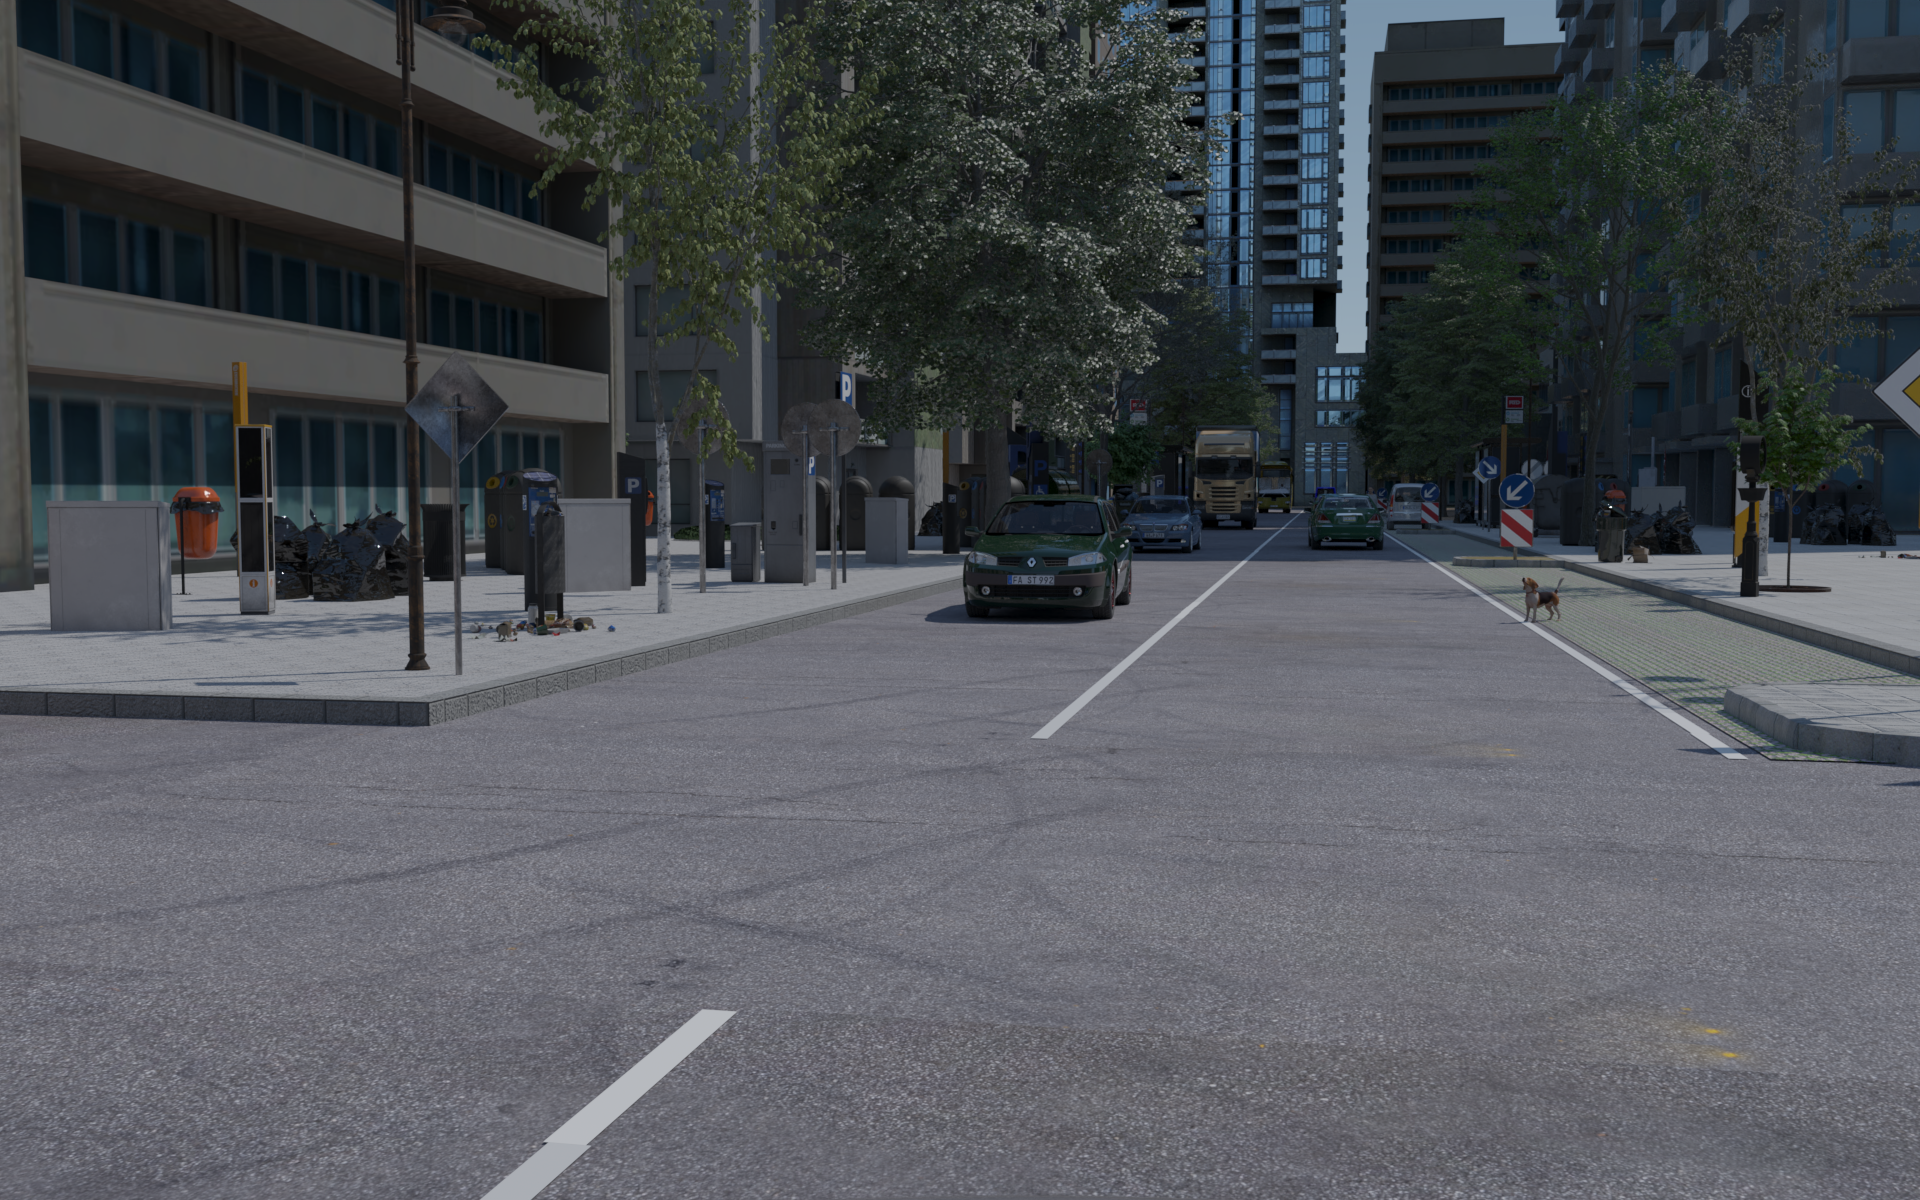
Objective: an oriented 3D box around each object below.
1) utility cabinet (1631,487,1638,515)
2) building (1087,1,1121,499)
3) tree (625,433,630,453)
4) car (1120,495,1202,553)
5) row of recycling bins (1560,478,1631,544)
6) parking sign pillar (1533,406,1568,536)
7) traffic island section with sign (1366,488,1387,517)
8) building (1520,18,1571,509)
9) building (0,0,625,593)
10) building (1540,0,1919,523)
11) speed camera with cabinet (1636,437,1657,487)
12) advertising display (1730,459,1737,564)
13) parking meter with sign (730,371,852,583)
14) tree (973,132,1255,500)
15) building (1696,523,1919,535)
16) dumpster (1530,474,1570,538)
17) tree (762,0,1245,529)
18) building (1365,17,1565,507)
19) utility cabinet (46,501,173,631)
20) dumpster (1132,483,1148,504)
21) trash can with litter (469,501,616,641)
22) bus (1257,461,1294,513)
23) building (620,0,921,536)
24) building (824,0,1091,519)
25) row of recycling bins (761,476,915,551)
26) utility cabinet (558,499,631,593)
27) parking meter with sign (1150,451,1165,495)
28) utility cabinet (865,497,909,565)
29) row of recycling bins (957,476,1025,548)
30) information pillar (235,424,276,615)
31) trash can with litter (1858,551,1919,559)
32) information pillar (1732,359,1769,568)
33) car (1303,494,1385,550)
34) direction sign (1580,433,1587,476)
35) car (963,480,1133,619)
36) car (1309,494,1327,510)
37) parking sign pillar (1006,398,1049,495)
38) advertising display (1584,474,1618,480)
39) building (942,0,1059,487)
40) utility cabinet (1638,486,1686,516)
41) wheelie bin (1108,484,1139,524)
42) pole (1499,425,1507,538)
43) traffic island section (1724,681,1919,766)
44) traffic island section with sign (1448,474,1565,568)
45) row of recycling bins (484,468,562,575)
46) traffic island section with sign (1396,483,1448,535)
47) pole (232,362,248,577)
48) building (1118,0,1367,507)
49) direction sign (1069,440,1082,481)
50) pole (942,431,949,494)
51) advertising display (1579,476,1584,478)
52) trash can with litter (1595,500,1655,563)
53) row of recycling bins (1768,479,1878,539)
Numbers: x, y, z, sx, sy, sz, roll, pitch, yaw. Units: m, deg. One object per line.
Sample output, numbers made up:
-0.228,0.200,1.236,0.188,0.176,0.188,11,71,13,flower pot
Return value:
22.043,-2.846,55.213,1.173,1.500,0.318,3,4,36,utility cabinet
3.662,-28.948,123.415,14.600,45.320,14.200,1,4,12,building
-9.696,-3.269,48.048,1.663,3.219,1.824,0,3,0,tree
5.091,-1.929,43.535,2.014,1.417,4.499,1,4,12,car
16.496,-2.320,45.043,1.069,1.692,3.534,3,5,39,row of recycling bins
18.576,-4.003,53.927,1.447,3.967,1.447,1,4,13,parking sign pillar
26.842,-6.243,110.706,1.989,1.847,2.006,1,4,12,traffic island section with sign
53.731,-49.930,129.020,22.319,86.520,31.000,1,4,12,building
-20.816,-25.049,33.253,21.300,48.544,21.600,1,4,12,building
47.005,-29.396,100.233,23.786,49.044,30.456,1,4,12,building
24.069,-4.065,60.795,0.660,3.252,2.038,1,4,20,speed camera with cabinet
14.640,-1.648,32.159,0.974,1.923,0.123,-2,4,-35,advertising display
-2.470,-1.762,25.075,1.738,3.016,0.543,1,4,14,parking meter with sign
4.873,-9.019,57.826,12.009,13.543,11.850,0,3,0,tree
39.215,-27.169,63.824,23.786,49.044,30.456,1,4,12,building
17.561,-2.795,51.462,1.264,1.857,1.865,1,4,12,dumpster
0.760,-7.831,34.693,9.857,13.997,8.962,0,3,0,tree
53.483,-34.084,180.973,21.600,48.544,21.300,1,4,12,building
-8.012,-0.317,16.341,1.020,1.237,0.306,0,4,-4,utility cabinet
8.734,-4.718,82.902,1.264,1.857,1.865,1,4,12,dumpster
-4.052,-0.308,16.099,1.678,1.210,2.233,0,4,7,trash can with litter
24.160,-8.635,132.730,2.896,3.916,12.252,1,4,11,bus
-8.748,-22.857,57.312,14.154,41.232,14.086,1,4,12,building
0.382,-26.059,109.652,14.154,41.232,14.086,1,4,12,building
-2.788,-1.988,39.620,3.534,1.692,1.069,0,4,-1,row of recycling bins
-4.867,-0.713,22.813,1.020,1.237,0.306,-2,4,-35,utility cabinet
7.892,-4.476,69.450,0.543,3.016,1.738,0,4,-8,parking meter with sign
-1.351,-1.272,31.958,0.306,1.237,1.020,-3,4,-37,utility cabinet
0.734,-2.047,40.574,1.069,1.692,3.534,-1,4,-14,row of recycling bins
-7.496,-0.853,18.432,0.304,2.012,0.304,0,4,-8,information pillar
19.195,-1.440,34.607,2.233,1.210,1.678,1,4,22,trash can with litter
13.725,-2.367,30.054,0.504,3.616,0.183,1,4,15,information pillar
10.189,-2.083,45.858,2.131,1.459,4.920,1,4,10,car
23.157,-4.427,64.386,0.379,3.537,0.876,0,4,5,direction sign
1.142,-0.699,21.213,2.009,1.686,4.222,1,4,10,car
19.114,-4.755,89.540,2.131,1.459,4.920,1,4,11,car
1.960,-3.360,43.412,1.447,3.967,1.447,0,4,-3,parking sign pillar
20.880,-3.129,56.369,0.974,1.923,0.123,3,5,42,advertising display
-2.547,-19.828,95.881,14.160,30.474,14.107,1,4,12,building
20.405,-2.544,50.278,1.173,1.500,0.318,2,4,27,utility cabinet
5.343,-2.966,56.406,0.980,1.594,0.693,0,4,-6,wheelie bin
16.019,-3.501,51.078,0.158,3.312,0.155,0,3,0,pole
5.814,0.732,10.319,2.009,0.180,2.903,1,4,12,traffic island section
10.870,-1.579,34.444,1.989,1.847,2.006,1,4,12,traffic island section with sign
-7.284,-1.337,28.974,1.069,1.692,3.534,-1,4,-22,row of recycling bins
16.613,-3.254,61.823,1.989,1.847,2.006,1,4,12,traffic island section with sign
-11.137,-2.019,26.859,0.158,3.312,0.155,0,3,0,pole
27.619,-53.330,184.610,31.000,86.520,22.319,1,4,12,building
4.864,-4.907,72.226,0.379,3.537,0.876,-3,4,-39,direction sign
-0.351,-3.002,42.933,0.158,3.312,0.155,0,3,0,pole
22.218,-3.400,60.804,0.974,1.923,0.123,1,4,22,advertising display
12.459,-1.289,32.454,1.055,1.170,0.624,1,4,21,trash can with litter
24.792,-2.631,50.134,1.069,1.692,3.534,-2,4,-32,row of recycling bins
